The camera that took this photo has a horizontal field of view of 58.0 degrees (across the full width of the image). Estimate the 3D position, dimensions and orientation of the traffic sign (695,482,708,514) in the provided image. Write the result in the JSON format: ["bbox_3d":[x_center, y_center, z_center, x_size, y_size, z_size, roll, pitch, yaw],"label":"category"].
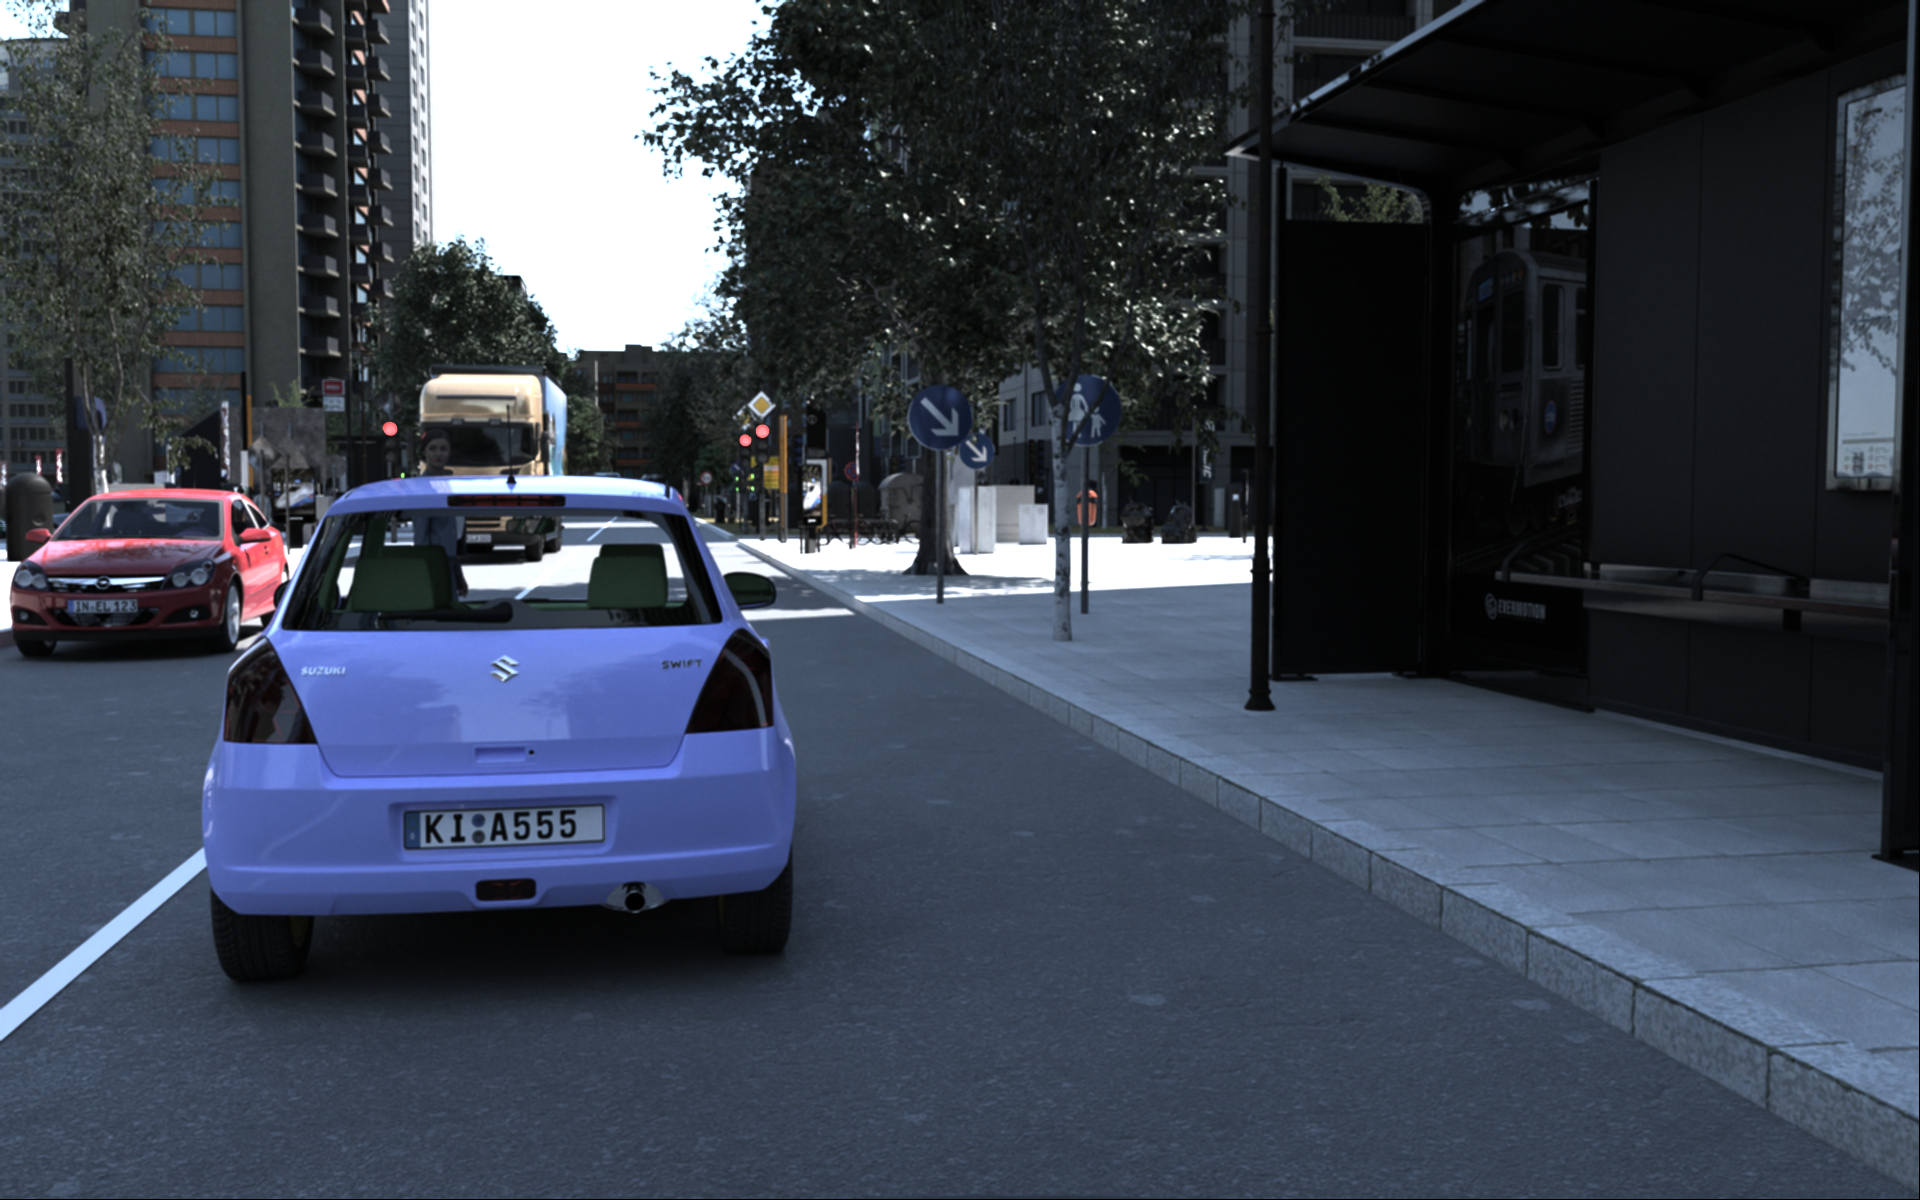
[{"bbox_3d":[-16.337,-6.716,109.811,0.884,2.594,0.081,0,4,-2],"label":"traffic sign"}]

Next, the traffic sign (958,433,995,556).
[{"bbox_3d":[0.336,-2.197,36.026,0.768,2.556,0.104,-1,4,-8],"label":"traffic sign"}]

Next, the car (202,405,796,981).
[{"bbox_3d":[-1.624,0.188,6.522,1.945,1.707,3.694,-1,4,-12],"label":"car"}]

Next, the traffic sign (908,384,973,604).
[{"bbox_3d":[-0.232,-1.231,20.226,0.768,2.556,0.104,0,4,-7],"label":"traffic sign"}]

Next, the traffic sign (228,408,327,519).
[{"bbox_3d":[-16.104,-2.873,40.848,2.265,3.308,0.079,0,4,-4],"label":"traffic sign"}]

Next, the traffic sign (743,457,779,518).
[{"bbox_3d":[-10.399,-6.014,92.208,2.265,3.308,0.079,0,4,-6],"label":"traffic sign"}]

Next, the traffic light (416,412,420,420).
[{"bbox_3d":[-16.295,-3.937,53.285,0.839,4.253,0.868,-1,4,-10],"label":"traffic light"}]

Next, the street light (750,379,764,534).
[{"bbox_3d":[-6.512,-5.081,55.855,0.468,5.910,1.993,-1,4,-10],"label":"street light"}]

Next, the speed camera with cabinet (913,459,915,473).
[{"bbox_3d":[-2.682,-6.277,96.957,0.660,3.252,2.038,1,4,23],"label":"speed camera with cabinet"}]

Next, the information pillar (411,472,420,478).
[{"bbox_3d":[-18.066,-3.260,57.801,0.304,2.012,0.304,2,4,35],"label":"information pillar"}]

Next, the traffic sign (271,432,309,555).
[{"bbox_3d":[-14.026,-2.209,36.115,0.884,2.594,0.081,0,4,-8],"label":"traffic sign"}]

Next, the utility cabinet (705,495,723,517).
[{"bbox_3d":[-14.086,-5.379,99.106,1.020,1.237,0.306,0,4,-4],"label":"utility cabinet"}]

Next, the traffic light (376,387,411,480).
[{"bbox_3d":[-14.864,-3.456,45.429,0.839,4.253,0.868,-1,4,-10],"label":"traffic light"}]

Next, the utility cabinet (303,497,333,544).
[{"bbox_3d":[-16.637,-2.037,44.461,1.020,1.237,0.306,0,4,2],"label":"utility cabinet"}]

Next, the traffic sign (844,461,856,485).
[{"bbox_3d":[-4.066,-4.066,66.583,0.768,2.556,0.104,-1,4,-9],"label":"traffic sign"}]

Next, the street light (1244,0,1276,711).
[{"bbox_3d":[1.787,-2.285,10.151,0.468,5.910,1.993,-1,4,-10],"label":"street light"}]

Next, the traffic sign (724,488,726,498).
[{"bbox_3d":[-17.650,-7.951,130.110,0.768,2.556,0.104,-1,4,-9],"label":"traffic sign"}]

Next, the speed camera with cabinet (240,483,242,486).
[{"bbox_3d":[-47.784,-7.338,114.315,2.038,3.252,0.660,0,4,-5],"label":"speed camera with cabinet"}]

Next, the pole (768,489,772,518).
[{"bbox_3d":[-10.343,-6.136,94.164,0.158,3.312,0.155,0,3,0],"label":"pole"}]

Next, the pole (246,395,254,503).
[{"bbox_3d":[-14.701,-2.566,35.799,0.158,3.312,0.155,0,3,0],"label":"pole"}]

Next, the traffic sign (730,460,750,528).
[{"bbox_3d":[-8.262,-3.976,65.121,0.768,2.556,0.104,0,4,-8],"label":"traffic sign"}]

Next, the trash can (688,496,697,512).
[{"bbox_3d":[-18.952,-6.796,122.766,0.748,1.137,0.748,0,3,0],"label":"trash can"}]

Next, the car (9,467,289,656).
[{"bbox_3d":[-7.731,-0.474,16.794,2.155,1.783,4.494,-1,4,-12],"label":"car"}]

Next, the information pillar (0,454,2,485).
[{"bbox_3d":[-56.903,-6.806,102.625,0.504,3.616,0.183,2,4,27],"label":"information pillar"}]

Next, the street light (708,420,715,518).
[{"bbox_3d":[-13.255,-7.330,92.627,0.468,5.910,1.993,-1,4,-10],"label":"street light"}]

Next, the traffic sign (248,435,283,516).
[{"bbox_3d":[-13.686,-2.006,33.981,0.795,2.450,0.064,0,4,-4],"label":"traffic sign"}]

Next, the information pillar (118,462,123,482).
[{"bbox_3d":[-59.082,-7.987,121.948,0.504,3.616,0.183,2,4,32],"label":"information pillar"}]

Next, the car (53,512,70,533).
[{"bbox_3d":[-22.981,-2.157,47.267,4.499,1.417,2.014,-1,4,-11],"label":"car"}]

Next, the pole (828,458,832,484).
[{"bbox_3d":[-7.330,-6.350,97.671,0.158,3.312,0.155,0,3,0],"label":"pole"}]

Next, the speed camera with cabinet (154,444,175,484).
[{"bbox_3d":[-31.639,-4.596,69.475,0.660,3.252,2.038,0,4,-4],"label":"speed camera with cabinet"}]

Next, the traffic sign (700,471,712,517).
[{"bbox_3d":[-14.158,-5.917,96.842,0.768,2.556,0.104,0,4,-2],"label":"traffic sign"}]

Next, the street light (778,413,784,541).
[{"bbox_3d":[-4.870,-4.532,46.889,0.468,5.910,1.993,-1,4,-10],"label":"street light"}]

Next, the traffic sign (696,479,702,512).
[{"bbox_3d":[-18.439,-7.552,123.587,0.768,2.556,0.104,0,4,-8],"label":"traffic sign"}]

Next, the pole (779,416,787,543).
[{"bbox_3d":[-4.596,-3.132,45.052,0.158,3.312,0.155,0,3,0],"label":"pole"}]

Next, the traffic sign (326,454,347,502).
[{"bbox_3d":[-20.037,-3.388,55.494,0.768,2.556,0.104,0,4,-5],"label":"traffic sign"}]

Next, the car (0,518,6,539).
[{"bbox_3d":[-28.509,-2.342,47.094,4.718,1.807,1.959,-1,4,-12],"label":"car"}]

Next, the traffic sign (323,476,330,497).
[{"bbox_3d":[-21.433,-3.567,58.420,0.768,2.556,0.104,0,4,-3],"label":"traffic sign"}]

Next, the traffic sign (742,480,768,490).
[{"bbox_3d":[-13.629,-7.341,113.906,2.265,3.308,0.079,0,4,-6],"label":"traffic sign"}]

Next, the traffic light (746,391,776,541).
[{"bbox_3d":[-5.410,-3.562,47.160,0.839,4.253,0.868,-1,4,-10],"label":"traffic light"}]

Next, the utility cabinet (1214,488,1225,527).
[{"bbox_3d":[10.162,-3.566,66.985,0.318,1.500,1.173,2,4,28],"label":"utility cabinet"}]

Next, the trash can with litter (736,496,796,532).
[{"bbox_3d":[-6.762,-2.992,59.972,2.233,1.210,1.678,-1,4,-17],"label":"trash can with litter"}]

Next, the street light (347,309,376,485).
[{"bbox_3d":[-14.976,-4.324,43.477,0.468,5.910,1.993,-1,4,-10],"label":"street light"}]

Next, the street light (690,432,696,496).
[{"bbox_3d":[-19.737,-9.515,128.351,0.468,5.910,1.993,-1,4,-10],"label":"street light"}]

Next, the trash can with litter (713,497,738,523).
[{"bbox_3d":[-10.362,-3.981,76.471,1.055,1.170,0.624,0,4,6],"label":"trash can with litter"}]

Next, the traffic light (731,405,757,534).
[{"bbox_3d":[-6.841,-4.043,55.017,0.839,4.253,0.868,-1,4,-10],"label":"traffic light"}]

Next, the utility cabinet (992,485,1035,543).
[{"bbox_3d":[1.328,-2.215,44.889,1.173,1.500,0.318,-1,4,-19],"label":"utility cabinet"}]

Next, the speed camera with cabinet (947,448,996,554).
[{"bbox_3d":[0.228,-2.658,37.798,0.660,3.252,2.038,-1,4,-16],"label":"speed camera with cabinet"}]

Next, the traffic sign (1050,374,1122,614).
[{"bbox_3d":[1.336,-1.125,18.493,0.768,2.556,0.104,0,4,-1],"label":"traffic sign"}]

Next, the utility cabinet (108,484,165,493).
[{"bbox_3d":[-18.051,-1.787,37.901,0.318,1.500,1.173,3,5,44],"label":"utility cabinet"}]
